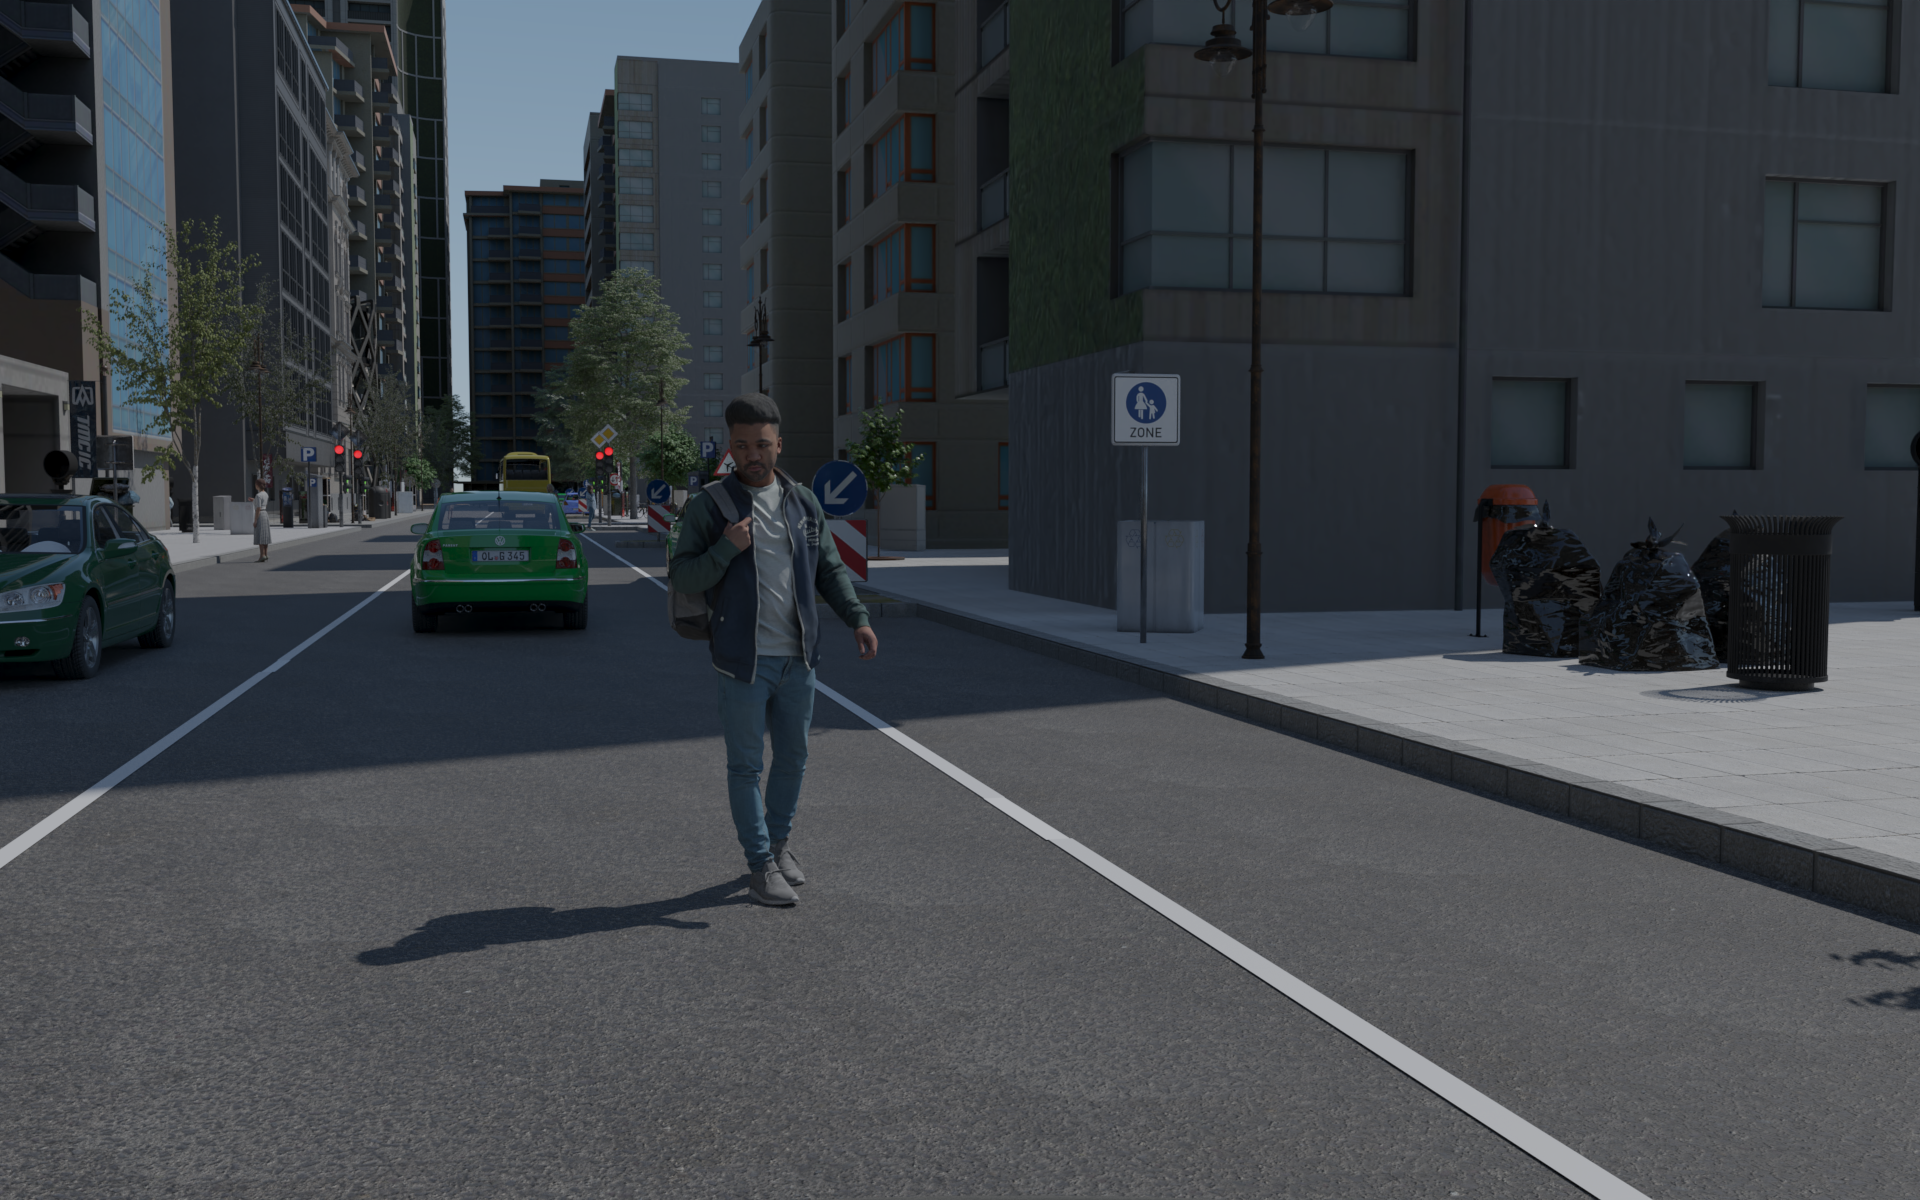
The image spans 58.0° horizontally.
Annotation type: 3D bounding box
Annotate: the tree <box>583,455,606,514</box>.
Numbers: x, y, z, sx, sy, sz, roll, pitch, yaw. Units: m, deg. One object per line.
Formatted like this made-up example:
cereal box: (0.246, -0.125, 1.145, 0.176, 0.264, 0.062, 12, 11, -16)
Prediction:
tree: (-22.705, -7.841, 111.920, 4.285, 4.588, 4.351, 0, 3, 0)

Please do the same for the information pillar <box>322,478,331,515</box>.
information pillar: (-28.797, -4.538, 78.686, 0.304, 2.012, 0.304, 0, 4, 6)

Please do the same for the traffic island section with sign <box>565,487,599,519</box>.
traffic island section with sign: (-22.108, -5.654, 101.073, 1.989, 1.847, 2.006, -1, 4, -14)

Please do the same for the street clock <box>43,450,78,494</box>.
street clock: (-14.797, -1.466, 28.538, 0.471, 2.002, 0.358, 0, 4, 7)

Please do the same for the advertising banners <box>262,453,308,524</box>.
advertising banners: (-29.148, -4.814, 74.893, 2.074, 3.025, 0.090, -1, 4, -20)

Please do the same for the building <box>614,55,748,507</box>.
building: (-26.005, -29.554, 166.798, 14.154, 41.232, 14.086, -1, 4, -14)

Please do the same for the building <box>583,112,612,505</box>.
building: (-34.678, -36.011, 212.480, 21.300, 48.544, 21.600, -1, 4, -14)

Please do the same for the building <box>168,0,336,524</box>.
building: (-39.639, -17.852, 85.390, 14.314, 27.812, 24.014, -1, 4, -14)

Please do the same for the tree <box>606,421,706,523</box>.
tree: (-13.022, -5.788, 78.348, 4.285, 4.588, 4.351, 0, 3, 0)

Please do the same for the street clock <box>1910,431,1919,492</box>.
street clock: (10.302, -0.840, 18.302, 0.471, 2.002, 0.358, 1, 4, 18)

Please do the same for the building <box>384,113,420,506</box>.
building: (-64.101, -30.336, 179.595, 14.154, 41.232, 14.086, -1, 4, -14)

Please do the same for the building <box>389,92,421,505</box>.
building: (-74.920, -35.417, 202.771, 21.600, 48.544, 21.300, -1, 4, -14)

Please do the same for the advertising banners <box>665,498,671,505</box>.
advertising banners: (-24.209, -9.082, 144.681, 2.074, 3.025, 0.090, 2, 4, 34)

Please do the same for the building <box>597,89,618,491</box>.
building: (-27.703, -32.645, 188.378, 22.147, 44.769, 28.867, -1, 4, -14)

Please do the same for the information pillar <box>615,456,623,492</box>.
information pillar: (-21.186, -7.105, 107.518, 0.504, 3.616, 0.183, 2, 4, 24)

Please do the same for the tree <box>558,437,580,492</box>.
tree: (-41.442, -14.354, 185.041, 4.360, 8.622, 3.978, 0, 3, 0)

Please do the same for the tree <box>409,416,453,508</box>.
tree: (-49.241, -12.933, 161.814, 4.737, 8.622, 4.395, 0, 3, 0)

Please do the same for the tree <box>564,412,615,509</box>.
tree: (-35.987, -13.076, 164.152, 4.737, 8.622, 4.395, 0, 3, 0)

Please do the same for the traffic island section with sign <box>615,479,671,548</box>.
traffic island section with sign: (-8.354, -2.350, 47.057, 1.989, 1.847, 2.006, -1, 4, -14)

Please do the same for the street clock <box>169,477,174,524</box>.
street clock: (-33.673, -4.235, 73.809, 0.358, 2.002, 0.471, -3, 5, -41)

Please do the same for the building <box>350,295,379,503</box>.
building: (-52.044, -15.943, 128.114, 16.820, 18.784, 16.811, -1, 4, -14)

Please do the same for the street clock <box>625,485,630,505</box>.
street clock: (-25.874, -7.960, 134.709, 0.471, 2.002, 0.358, 3, 4, 38)

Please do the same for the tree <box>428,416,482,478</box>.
tree: (-60.683, -16.677, 207.082, 7.601, 10.594, 8.767, 0, 4, -5)

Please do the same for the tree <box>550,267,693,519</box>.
tree: (-16.810, -10.326, 86.962, 7.486, 12.596, 7.792, 0, 3, 0)

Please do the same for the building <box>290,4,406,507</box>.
building: (-62.869, -30.768, 157.682, 22.147, 44.769, 28.867, -1, 4, -14)

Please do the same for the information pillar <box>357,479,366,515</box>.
information pillar: (-29.773, -4.996, 86.184, 0.304, 2.012, 0.304, 0, 4, 5)

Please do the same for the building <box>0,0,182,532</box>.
building: (-33.371, -24.649, 53.122, 14.200, 45.320, 14.600, -1, 4, -14)

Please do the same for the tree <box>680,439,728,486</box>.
tree: (-8.580, -4.007, 60.117, 1.663, 3.219, 1.824, 0, 3, 0)

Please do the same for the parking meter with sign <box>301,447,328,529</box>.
parking meter with sign: (-24.140, -4.196, 64.865, 0.543, 3.016, 1.738, 0, 4, -6)

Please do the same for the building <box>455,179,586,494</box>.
building: (-56.175, -36.036, 243.813, 28.867, 44.769, 22.147, -1, 4, -14)

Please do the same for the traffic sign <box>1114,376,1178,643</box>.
traffic sign: (1.577, -0.778, 14.842, 0.606, 2.300, 0.079, -1, 4, -12)

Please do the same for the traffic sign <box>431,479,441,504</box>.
traffic sign: (-44.675, -9.025, 147.670, 0.768, 2.556, 0.104, -1, 4, -13)

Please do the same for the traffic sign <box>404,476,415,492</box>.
traffic sign: (-39.161, -7.532, 123.259, 0.768, 2.556, 0.104, 0, 4, -6)

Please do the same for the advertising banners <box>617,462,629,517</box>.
advertising banners: (-18.667, -6.101, 95.933, 0.090, 3.025, 2.074, 0, 4, 6)

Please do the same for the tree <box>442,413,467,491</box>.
tree: (-46.523, -12.487, 154.530, 4.360, 8.622, 3.978, 0, 3, 0)

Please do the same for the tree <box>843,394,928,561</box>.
tree: (-1.455, -2.392, 33.713, 1.663, 3.219, 1.824, 0, 3, 0)

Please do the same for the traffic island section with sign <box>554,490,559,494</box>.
traffic island section with sign: (-28.833, -7.272, 127.519, 1.989, 1.847, 2.006, -1, 4, -14)

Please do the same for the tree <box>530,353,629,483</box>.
tree: (-33.192, -15.093, 153.429, 9.857, 13.997, 8.962, 0, 3, 0)

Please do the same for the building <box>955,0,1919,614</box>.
building: (7.034, -20.906, 25.404, 14.154, 41.232, 14.086, -1, 4, -14)

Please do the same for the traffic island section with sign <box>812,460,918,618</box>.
traffic island section with sign: (-1.687, -0.753, 20.936, 1.989, 1.847, 2.006, -1, 4, -14)

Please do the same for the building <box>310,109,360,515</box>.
building: (-45.649, -19.630, 108.338, 14.401, 28.519, 23.554, -1, 4, -14)

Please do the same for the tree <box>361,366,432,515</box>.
tree: (-32.562, -9.016, 97.778, 4.360, 8.622, 3.978, 0, 3, 0)

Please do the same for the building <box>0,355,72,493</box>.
building: (-26.772, -35.955, 26.123, 20.563, 71.187, 20.611, -1, 4, -14)

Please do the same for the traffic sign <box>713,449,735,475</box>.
traffic sign: (-6.600, -3.027, 49.495, 0.884, 2.594, 0.081, -1, 4, -10)

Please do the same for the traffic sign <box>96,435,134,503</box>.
traffic sign: (-14.727, -1.718, 30.213, 0.606, 2.300, 0.079, 0, 4, -8)

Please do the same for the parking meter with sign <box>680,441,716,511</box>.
parking meter with sign: (-8.589, -3.693, 56.635, 0.543, 3.016, 1.738, 1, 4, 18)

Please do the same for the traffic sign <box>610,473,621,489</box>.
traffic sign: (-20.910, -6.415, 104.994, 0.768, 2.556, 0.104, 0, 4, -7)

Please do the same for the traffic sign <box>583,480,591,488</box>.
traffic sign: (-31.815, -9.049, 148.061, 0.768, 2.556, 0.104, -1, 4, -10)

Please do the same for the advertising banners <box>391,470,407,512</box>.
advertising banners: (-41.304, -7.950, 126.177, 2.074, 3.025, 0.090, 0, 4, -1)

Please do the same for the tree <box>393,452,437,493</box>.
tree: (-42.983, -9.357, 136.702, 4.285, 4.588, 4.351, 0, 3, 0)

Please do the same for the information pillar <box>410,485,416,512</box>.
information pillar: (-40.260, -7.523, 127.494, 0.304, 2.012, 0.304, 2, 4, 34)

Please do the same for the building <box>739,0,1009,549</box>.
building: (8.423, -12.947, 56.731, 27.650, 21.520, 28.899, -1, 4, -14)

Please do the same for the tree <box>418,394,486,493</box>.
tree: (-57.581, -16.981, 195.762, 7.486, 12.596, 7.792, 0, 3, 0)

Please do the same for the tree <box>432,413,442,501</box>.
tree: (-34.629, -9.535, 106.264, 4.360, 8.622, 3.978, 0, 3, 0)

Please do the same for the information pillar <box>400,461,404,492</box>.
information pillar: (-38.292, -7.803, 118.941, 0.183, 3.616, 0.504, 0, 4, 0)

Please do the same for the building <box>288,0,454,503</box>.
building: (-80.677, -48.823, 236.500, 20.611, 71.187, 20.563, -1, 4, -14)
